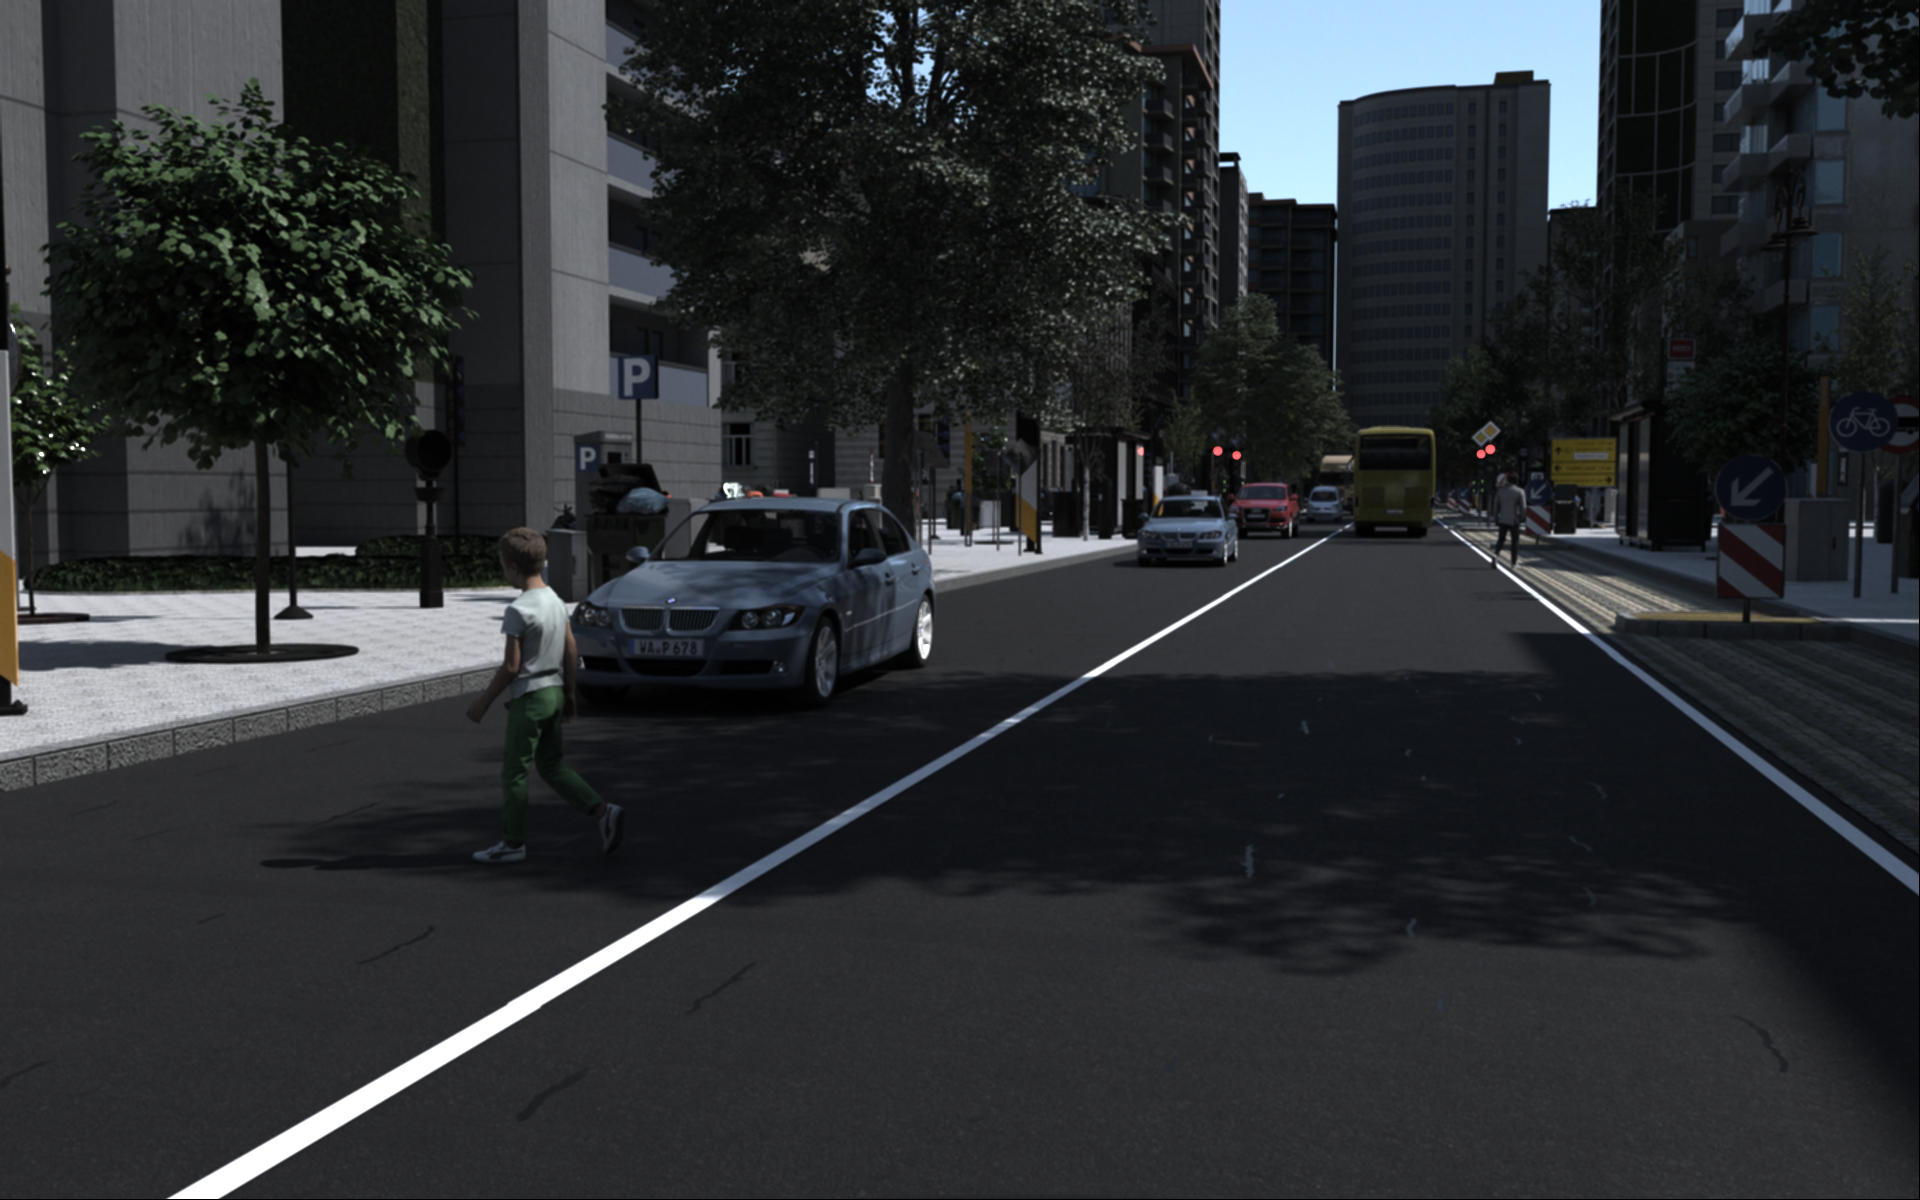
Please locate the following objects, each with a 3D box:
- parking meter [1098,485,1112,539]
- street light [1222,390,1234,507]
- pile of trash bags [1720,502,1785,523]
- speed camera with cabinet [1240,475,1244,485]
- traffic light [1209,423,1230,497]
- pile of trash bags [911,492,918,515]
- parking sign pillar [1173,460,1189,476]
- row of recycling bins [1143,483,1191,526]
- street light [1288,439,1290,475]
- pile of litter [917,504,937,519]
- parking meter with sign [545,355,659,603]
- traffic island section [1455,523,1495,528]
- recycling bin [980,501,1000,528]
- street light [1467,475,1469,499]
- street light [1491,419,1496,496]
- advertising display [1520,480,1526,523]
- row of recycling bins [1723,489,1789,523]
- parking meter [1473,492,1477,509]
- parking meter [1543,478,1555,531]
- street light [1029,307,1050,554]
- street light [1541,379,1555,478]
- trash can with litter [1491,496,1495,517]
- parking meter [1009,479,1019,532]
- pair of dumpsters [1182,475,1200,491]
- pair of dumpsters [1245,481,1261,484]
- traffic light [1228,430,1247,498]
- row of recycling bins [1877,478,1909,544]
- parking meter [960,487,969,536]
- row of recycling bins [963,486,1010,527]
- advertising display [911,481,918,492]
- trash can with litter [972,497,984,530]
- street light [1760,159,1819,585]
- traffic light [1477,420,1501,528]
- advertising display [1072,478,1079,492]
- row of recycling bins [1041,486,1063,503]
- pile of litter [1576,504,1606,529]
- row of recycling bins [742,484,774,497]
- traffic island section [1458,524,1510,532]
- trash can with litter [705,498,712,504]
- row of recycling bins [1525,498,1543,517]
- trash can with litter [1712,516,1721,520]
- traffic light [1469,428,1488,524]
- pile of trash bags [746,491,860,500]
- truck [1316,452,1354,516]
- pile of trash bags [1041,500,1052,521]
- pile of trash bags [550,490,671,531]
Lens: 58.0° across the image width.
[{"bbox_3d":[4.140,-2.507,49.400,0.372,1.533,0.369,0,3,0],"label":"parking meter"},{"bbox_3d":[11.916,-6.380,77.096,0.468,5.910,1.993,1,4,14],"label":"street light"},{"bbox_3d":[28.500,-3.127,60.882,3.447,1.369,1.912,1,4,13],"label":"pile of trash bags"},{"bbox_3d":[18.724,-7.327,114.125,2.038,3.252,0.660,-3,5,-43],"label":"speed camera with cabinet"},{"bbox_3d":[10.266,-4.879,68.698,0.839,4.253,0.868,1,4,14],"label":"traffic light"},{"bbox_3d":[-2.940,-3.661,69.612,3.447,1.369,1.912,3,4,36],"label":"pile of trash bags"},{"bbox_3d":[15.175,-8.058,120.220,1.447,3.967,1.447,1,4,21],"label":"parking sign pillar"},{"bbox_3d":[6.649,-3.347,61.841,3.534,1.692,1.069,-2,4,-27],"label":"row of recycling bins"},{"bbox_3d":[22.468,-8.895,118.218,0.468,5.910,1.993,1,4,14],"label":"street light"},{"bbox_3d":[-1.948,-4.513,87.750,1.719,0.858,1.176,2,4,33],"label":"pile of litter"},{"bbox_3d":[-4.366,-1.519,21.097,0.543,3.016,1.738,1,4,23],"label":"parking meter with sign"},{"bbox_3d":[22.227,-3.165,74.021,2.009,0.180,2.903,1,4,14],"label":"traffic island section"},{"bbox_3d":[1.068,-3.231,65.380,0.722,1.027,0.722,-1,4,-17],"label":"recycling bin"},{"bbox_3d":[42.730,-10.572,145.644,0.468,5.910,1.993,1,4,14],"label":"street light"},{"bbox_3d":[32.339,-8.099,105.200,0.468,5.910,1.993,1,4,14],"label":"street light"},{"bbox_3d":[25.043,-4.394,77.056,0.123,1.923,0.974,1,4,23],"label":"advertising display"},{"bbox_3d":[34.427,-4.148,74.938,1.069,1.692,3.534,-1,4,-15],"label":"row of recycling bins"},{"bbox_3d":[43.049,-8.348,144.900,0.372,1.533,0.369,0,3,0],"label":"parking meter"},{"bbox_3d":[20.765,-3.385,61.061,0.399,1.863,0.255,2,4,26],"label":"parking meter"},{"bbox_3d":[1.682,-3.918,36.849,0.468,5.910,1.993,1,4,14],"label":"street light"},{"bbox_3d":[22.098,-5.650,65.167,0.468,5.910,1.993,1,4,14],"label":"street light"},{"bbox_3d":[30.548,-5.365,99.102,0.624,1.170,1.055,1,4,20],"label":"trash can with litter"},{"bbox_3d":[1.897,-3.264,59.073,0.399,1.863,0.255,1,4,10],"label":"parking meter"},{"bbox_3d":[11.016,-5.141,86.546,1.574,2.255,4.437,1,4,14],"label":"pair of dumpsters"},{"bbox_3d":[20.890,-7.389,123.302,1.574,2.255,4.437,1,4,14],"label":"pair of dumpsters"},{"bbox_3d":[12.244,-5.353,76.435,0.839,4.253,0.868,1,4,14],"label":"traffic light"},{"bbox_3d":[25.126,-2.255,43.984,1.069,1.692,3.534,-3,4,-36],"label":"row of recycling bins"},{"bbox_3d":[0.194,-2.744,53.268,0.372,1.533,0.369,0,3,0],"label":"parking meter"},{"bbox_3d":[1.115,-3.762,68.622,1.069,1.692,3.534,-2,4,-31],"label":"row of recycling bins"},{"bbox_3d":[-2.437,-4.838,84.309,0.974,1.923,0.123,-1,4,-21],"label":"advertising display"},{"bbox_3d":[0.505,-3.064,61.486,0.624,1.170,1.055,0,4,6],"label":"trash can with litter"},{"bbox_3d":[11.597,-3.154,24.361,0.468,5.910,1.993,1,4,14],"label":"street light"},{"bbox_3d":[20.212,-4.725,66.180,0.839,4.253,0.868,1,4,14],"label":"traffic light"},{"bbox_3d":[4.897,-3.992,70.484,0.123,1.923,0.974,3,5,40],"label":"advertising display"},{"bbox_3d":[4.832,-4.998,88.823,1.069,1.692,3.534,1,4,21],"label":"row of recycling bins"},{"bbox_3d":[23.566,-3.120,64.976,1.176,0.858,1.719,0,4,6],"label":"pile of litter"},{"bbox_3d":[-9.396,-3.950,71.703,3.534,1.692,1.069,1,4,12],"label":"row of recycling bins"},{"bbox_3d":[20.248,-2.691,66.284,2.009,0.180,2.903,1,4,14],"label":"traffic island section"},{"bbox_3d":[-6.230,-2.084,45.456,1.055,1.170,0.624,0,4,6],"label":"trash can with litter"},{"bbox_3d":[28.296,-4.792,85.468,1.069,1.692,3.534,-1,4,-11],"label":"row of recycling bins"},{"bbox_3d":[37.684,-4.649,87.066,1.678,1.210,2.233,2,4,27],"label":"trash can with litter"},{"bbox_3d":[22.191,-5.199,73.917,0.839,4.253,0.868,1,4,14],"label":"traffic light"},{"bbox_3d":[-4.956,-2.656,53.176,3.447,1.369,1.912,-2,4,-25],"label":"pile of trash bags"},{"bbox_3d":[26.036,-7.899,118.054,2.839,4.237,11.283,1,4,16],"label":"truck"},{"bbox_3d":[2.907,-4.410,81.852,3.447,1.369,1.912,-2,4,-28],"label":"pile of trash bags"},{"bbox_3d":[-7.767,-1.825,39.598,1.912,1.369,3.447,2,4,28],"label":"pile of trash bags"}]
